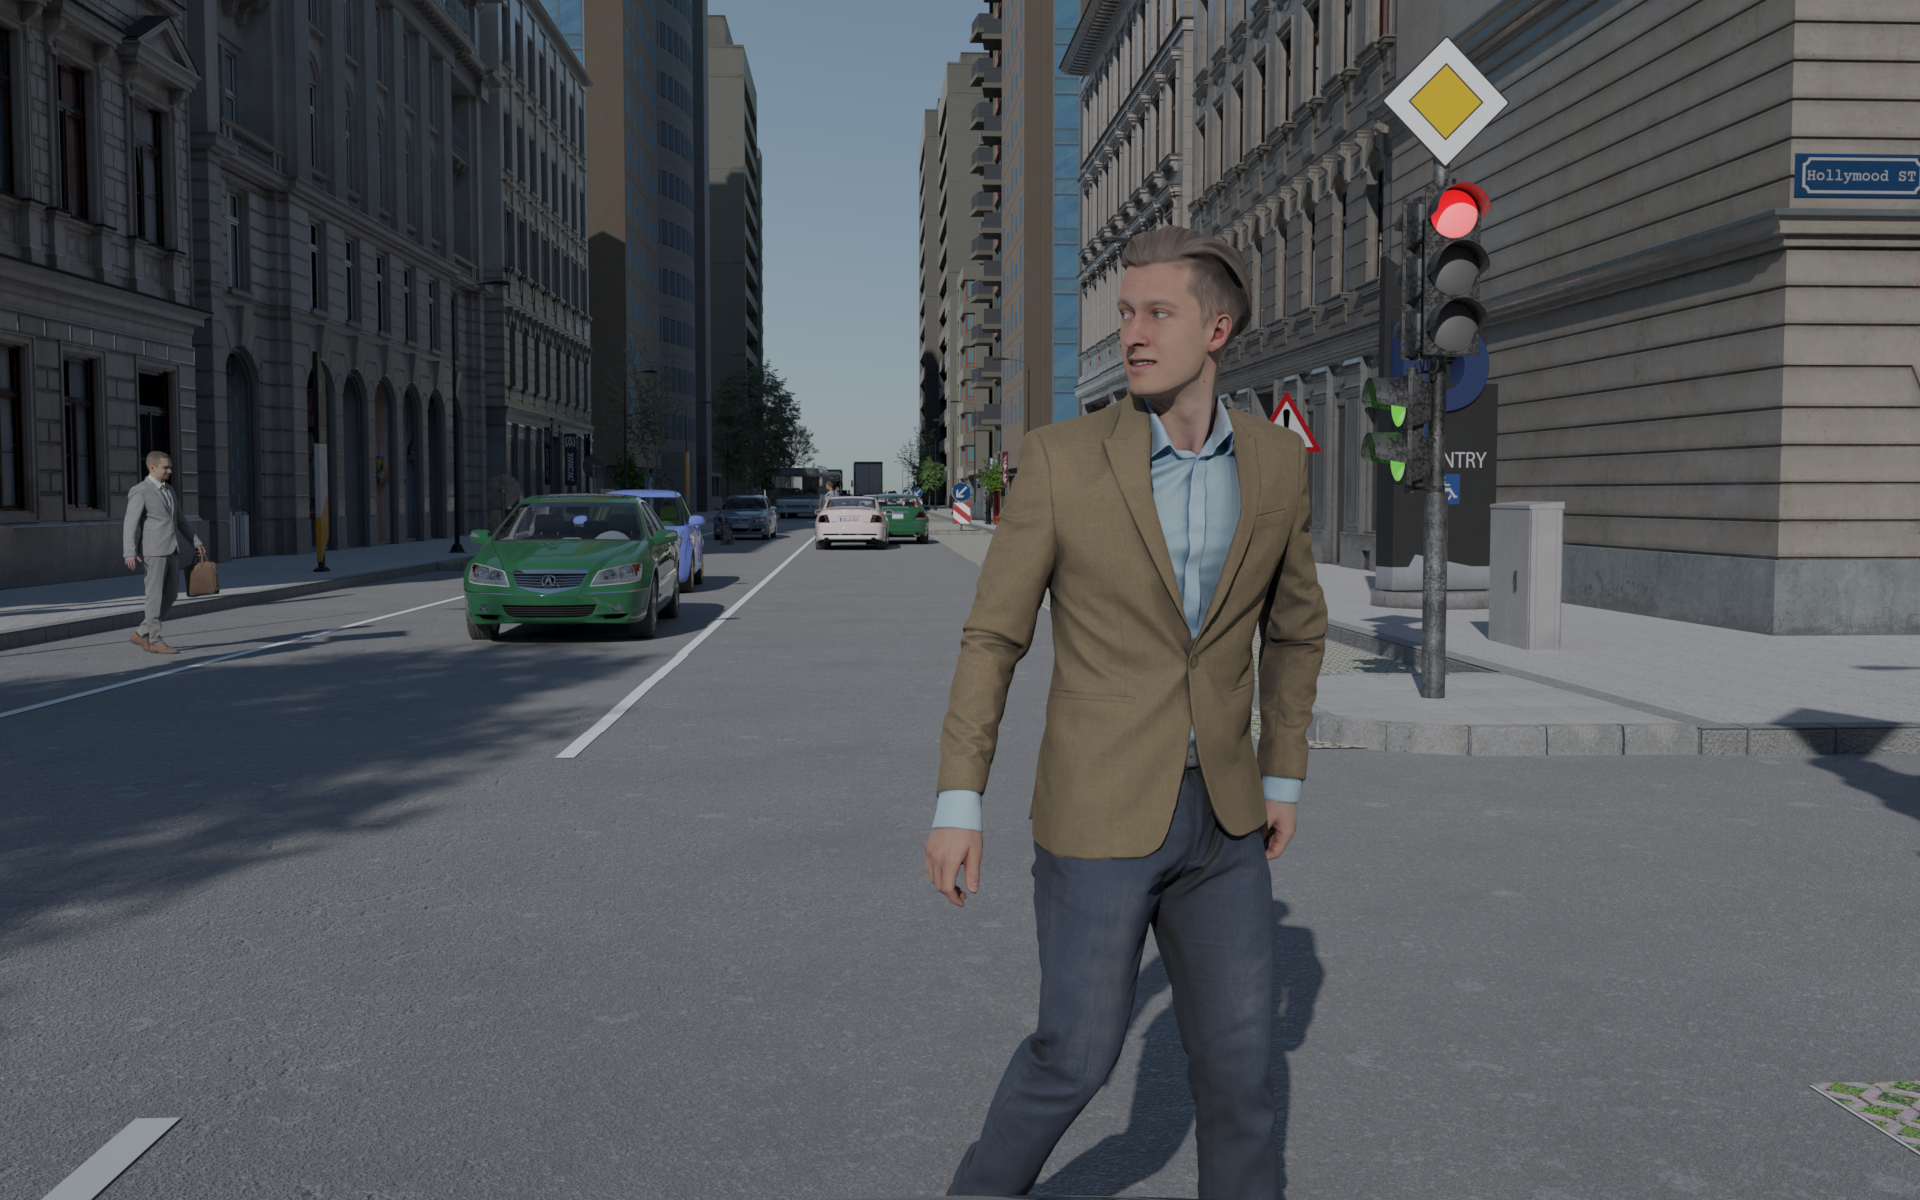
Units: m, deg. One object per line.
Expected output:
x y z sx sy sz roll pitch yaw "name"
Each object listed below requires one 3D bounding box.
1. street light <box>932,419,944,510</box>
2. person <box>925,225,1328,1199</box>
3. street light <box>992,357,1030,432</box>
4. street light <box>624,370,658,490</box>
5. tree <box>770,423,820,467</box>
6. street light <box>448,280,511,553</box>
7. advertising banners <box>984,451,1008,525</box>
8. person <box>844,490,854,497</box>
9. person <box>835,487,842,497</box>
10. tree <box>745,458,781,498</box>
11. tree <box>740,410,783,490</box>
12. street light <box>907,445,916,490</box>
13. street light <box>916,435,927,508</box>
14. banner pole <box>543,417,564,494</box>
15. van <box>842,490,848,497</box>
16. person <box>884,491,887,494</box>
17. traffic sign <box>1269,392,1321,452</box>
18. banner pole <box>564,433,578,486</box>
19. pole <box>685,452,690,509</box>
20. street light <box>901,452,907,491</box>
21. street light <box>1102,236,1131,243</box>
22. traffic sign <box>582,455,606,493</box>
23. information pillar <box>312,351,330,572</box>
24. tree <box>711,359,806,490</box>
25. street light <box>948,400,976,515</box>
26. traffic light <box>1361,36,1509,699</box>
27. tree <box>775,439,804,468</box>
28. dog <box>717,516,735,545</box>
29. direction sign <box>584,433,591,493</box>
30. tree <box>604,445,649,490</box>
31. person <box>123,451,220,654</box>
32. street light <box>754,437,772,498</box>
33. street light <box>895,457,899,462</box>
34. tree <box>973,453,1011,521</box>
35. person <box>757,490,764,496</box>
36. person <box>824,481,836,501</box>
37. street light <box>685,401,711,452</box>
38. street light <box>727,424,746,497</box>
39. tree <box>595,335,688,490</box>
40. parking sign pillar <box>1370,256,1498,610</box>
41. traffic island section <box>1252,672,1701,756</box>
-0.959 -8.254 107.501 1.470 5.913 1.316 0 4 -3 "street light"
0.266 0.344 2.781 0.836 1.842 0.656 3 5 41 "person"
1.789 -5.274 58.766 1.470 5.913 1.316 0 4 -3 "street light"
-11.986 -5.645 64.832 1.470 5.913 1.316 0 4 -3 "street light"
-23.241 -19.051 237.232 9.928 11.665 9.643 0 3 0 "tree"
-10.440 -3.984 37.675 1.470 5.913 1.316 0 4 -3 "street light"
1.517 -4.624 71.792 0.090 3.025 2.074 -2 4 -26 "advertising banners"
-8.190 -7.238 127.557 1.217 1.743 0.721 -1 4 -10 "person"
-6.860 -5.461 97.650 0.599 1.838 0.709 2 4 31 "person"
-17.694 -10.544 156.104 4.285 4.588 4.351 0 3 0 "tree"
-17.493 -12.291 151.318 4.360 8.622 3.978 0 3 0 "tree"
-4.018 -11.610 162.361 1.470 5.913 1.316 0 4 -3 "street light"
-2.455 -9.949 135.206 1.470 5.913 1.316 0 4 -3 "street light"
-13.466 -4.086 56.817 0.401 3.779 0.863 -3 4 -37 "banner pole"
-16.255 -14.226 236.985 2.240 2.365 5.245 0 4 -2 "van"
-8.999 -12.461 212.108 0.599 1.838 0.709 1 4 21 "person"
4.159 -1.354 22.141 0.884 2.594 0.081 0 4 3 "traffic sign"
-14.255 -4.447 62.731 0.863 3.779 0.401 -2 4 -28 "banner pole"
-13.181 -5.503 83.815 0.158 3.312 0.155 0 3 0 "pole"
-5.566 -13.332 190.517 1.470 5.913 1.316 0 4 -3 "street light"
3.244 -3.597 31.353 1.470 5.913 1.316 0 4 -3 "street light"
-11.770 -3.402 55.731 0.768 2.556 0.104 0 4 3 "traffic sign"
-10.574 -2.281 28.642 0.183 3.616 0.504 0 4 -6 "information pillar"
-19.311 -15.635 162.289 9.857 13.997 8.962 0 3 0 "tree"
0.198 -6.935 85.920 1.470 5.913 1.316 0 4 -3 "street light"
2.965 -1.339 10.811 0.839 4.253 0.868 0 4 -3 "traffic light"
-20.444 -15.370 201.657 4.737 8.622 4.395 0 3 0 "tree"
-6.609 -1.952 48.760 0.513 0.831 0.800 0 4 -6 "dog"
-13.973 -4.464 64.979 0.379 3.537 0.876 -2 4 -26 "direction sign"
-13.048 -4.538 68.796 1.663 3.219 1.824 0 3 0 "tree"
-7.163 -0.424 15.550 0.853 1.813 0.709 1 4 10 "person"
-16.307 -10.373 142.139 1.470 5.913 1.316 0 4 -3 "street light"
-7.066 -15.002 217.815 1.470 5.913 1.316 0 4 -3 "street light"
1.662 -5.320 81.583 1.663 3.219 1.824 0 3 0 "tree"
-10.333 -4.880 89.762 0.593 1.643 0.415 2 4 24 "person"
-3.881 -2.678 52.386 0.778 1.811 0.616 1 4 20 "person"
-13.113 -6.968 86.468 1.470 5.913 1.316 0 4 -3 "street light"
-14.854 -8.701 114.801 1.470 5.913 1.316 0 4 -3 "street light"
-14.294 -7.881 79.222 4.360 8.622 3.978 0 3 0 "tree"
5.454 -1.915 19.782 1.447 3.967 1.447 -1 4 -14 "parking sign pillar"
3.005 0.694 10.927 2.009 0.180 2.903 0 4 -3 "traffic island section"
